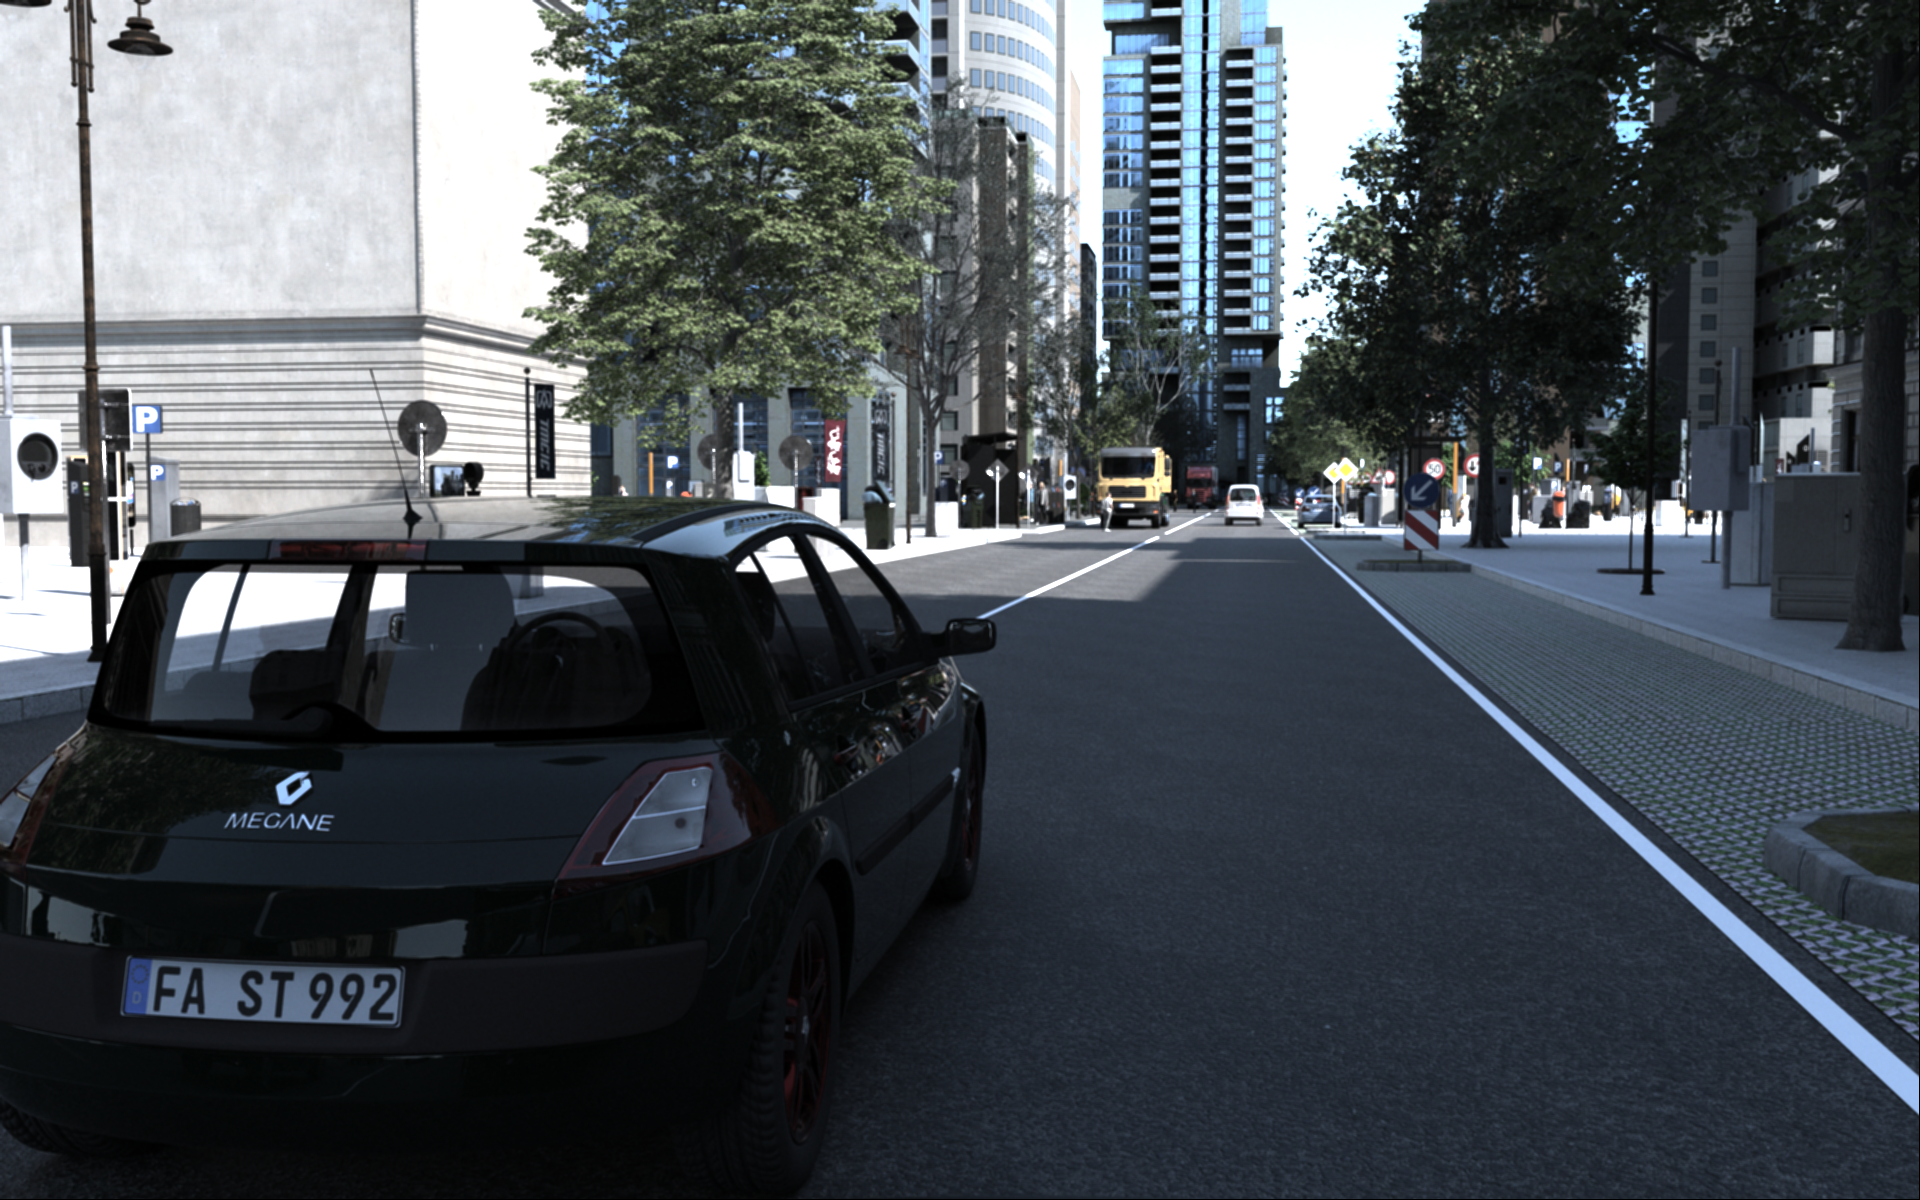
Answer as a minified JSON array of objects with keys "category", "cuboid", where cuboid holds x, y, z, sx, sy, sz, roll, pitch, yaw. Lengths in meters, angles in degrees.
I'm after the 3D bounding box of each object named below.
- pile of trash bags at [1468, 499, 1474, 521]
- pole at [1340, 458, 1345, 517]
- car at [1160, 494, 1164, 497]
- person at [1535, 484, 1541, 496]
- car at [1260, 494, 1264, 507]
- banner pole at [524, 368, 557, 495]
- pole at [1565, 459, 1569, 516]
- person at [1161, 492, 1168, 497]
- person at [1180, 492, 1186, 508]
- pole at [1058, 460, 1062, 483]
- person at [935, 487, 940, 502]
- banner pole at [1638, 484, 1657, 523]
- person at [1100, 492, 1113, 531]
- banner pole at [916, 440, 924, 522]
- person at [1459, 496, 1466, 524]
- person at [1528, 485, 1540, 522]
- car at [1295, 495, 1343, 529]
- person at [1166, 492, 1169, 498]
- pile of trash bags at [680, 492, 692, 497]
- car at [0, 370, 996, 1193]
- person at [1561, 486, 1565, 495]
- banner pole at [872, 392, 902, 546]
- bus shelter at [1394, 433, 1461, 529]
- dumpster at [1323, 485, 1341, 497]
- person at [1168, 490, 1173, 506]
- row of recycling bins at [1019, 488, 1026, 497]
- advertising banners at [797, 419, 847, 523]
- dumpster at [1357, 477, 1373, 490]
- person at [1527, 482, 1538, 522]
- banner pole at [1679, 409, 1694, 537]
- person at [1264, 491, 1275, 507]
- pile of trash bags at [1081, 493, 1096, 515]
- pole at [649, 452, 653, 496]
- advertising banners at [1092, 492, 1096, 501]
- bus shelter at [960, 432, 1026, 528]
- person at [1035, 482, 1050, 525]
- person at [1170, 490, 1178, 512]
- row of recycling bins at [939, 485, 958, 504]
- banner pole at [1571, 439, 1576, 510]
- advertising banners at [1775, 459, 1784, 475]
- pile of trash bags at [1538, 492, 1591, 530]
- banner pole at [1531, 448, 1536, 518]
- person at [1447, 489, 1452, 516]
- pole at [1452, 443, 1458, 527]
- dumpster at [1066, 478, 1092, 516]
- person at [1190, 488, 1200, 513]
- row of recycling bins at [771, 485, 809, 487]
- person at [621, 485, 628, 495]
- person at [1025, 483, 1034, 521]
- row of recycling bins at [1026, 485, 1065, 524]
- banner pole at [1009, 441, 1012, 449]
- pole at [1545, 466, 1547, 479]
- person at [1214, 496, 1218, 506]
[{"category":"pile of trash bags","cuboid":[25.197,-4.454,82.582,1.912,1.369,3.447,1,4,14]},{"category":"pole","cuboid":[21.560,-6.347,97.611,0.158,3.312,0.155,0,3,0]},{"category":"car","cuboid":[11.870,-5.981,106.583,1.959,1.807,4.718,1,4,11]},{"category":"person","cuboid":[29.284,-5.013,88.125,0.853,1.813,0.709,-3,4,-38]},{"category":"car","cuboid":[30.783,-10.526,180.891,1.959,1.807,4.718,1,4,9]},{"category":"banner pole","cuboid":[-8.404,-2.723,34.531,0.401,3.779,0.863,3,5,42]},{"category":"pole","cuboid":[35.410,-6.558,101.063,0.158,3.312,0.155,0,3,0]},{"category":"person","cuboid":[20.282,-10.209,172.948,0.705,1.826,1.348,-2,4,-34]},{"category":"person","cuboid":[23.535,-10.564,182.685,0.593,1.643,0.415,-1,4,-20]},{"category":"pole","cuboid":[5.964,-6.706,103.484,0.158,3.312,0.155,0,3,0]},{"category":"person","cuboid":[-1.029,-3.775,67.939,0.419,1.800,0.721,3,5,40]},{"category":"banner pole","cuboid":[31.075,-5.392,78.172,0.863,3.779,0.401,0,4,4]},{"category":"person","cuboid":[5.658,-3.412,66.879,0.503,1.515,0.523,1,4,10]},{"category":"banner pole","cuboid":[-1.910,-5.545,80.683,0.401,3.779,0.863,0,4,5]},{"category":"person","cuboid":[21.816,-3.938,75.442,0.382,1.210,0.505,-1,4,-10]},{"category":"person","cuboid":[26.539,-4.465,80.042,0.512,1.701,0.522,1,4,17]},{"category":"car","cuboid":[15.034,-3.701,72.510,2.014,1.417,4.499,1,4,11]},{"category":"person","cuboid":[24.884,-12.213,206.248,1.217,1.766,0.721,2,4,26]},{"category":"pile of trash bags","cuboid":[-11.833,-3.712,70.440,1.912,1.369,3.447,1,4,19]},{"category":"car","cuboid":[-0.953,0.290,5.041,2.009,1.686,4.222,0,4,8]},{"category":"person","cuboid":[35.577,-5.842,102.148,0.643,1.750,0.593,-1,4,-12]},{"category":"banner pole","cuboid":[-1.820,-3.222,42.700,0.863,3.779,0.401,3,4,36]},{"category":"bus shelter","cuboid":[17.817,-5.458,66.869,2.179,5.291,8.768,1,4,9]},{"category":"dumpster","cuboid":[24.391,-6.569,113.167,1.264,1.857,1.865,1,4,9]},{"category":"person","cuboid":[22.941,-11.190,189.012,0.705,1.823,1.348,-1,4,-21]},{"category":"row of recycling bins","cuboid":[3.381,-6.576,114.635,3.534,1.692,1.069,1,4,22]},{"category":"advertising banners","cuboid":[-3.659,-2.689,40.156,2.074,3.025,0.090,0,4,-4]},{"category":"dumpster","cuboid":[23.144,-5.819,97.637,1.502,2.255,1.985,1,4,10]},{"category":"person","cuboid":[26.082,-4.460,78.877,0.836,1.842,0.656,-3,5,-43]},{"category":"banner pole","cuboid":[21.395,-3.736,51.100,0.401,3.779,0.863,3,5,42]},{"category":"person","cuboid":[32.967,-10.788,185.028,1.348,1.807,0.705,1,4,19]},{"category":"pile of trash bags","cuboid":[8.479,-6.082,109.189,1.912,1.369,3.447,0,4,-8]},{"category":"pole","cuboid":[-15.133,-5.565,84.836,0.158,3.312,0.155,0,3,0]},{"category":"advertising banners","cuboid":[9.738,-7.455,118.072,2.074,3.025,0.090,1,4,16]},{"category":"bus shelter","cuboid":[1.363,-4.736,68.724,1.731,3.624,6.357,1,4,10]},{"category":"person","cuboid":[3.501,-4.082,72.971,0.709,1.800,0.728,2,4,25]},{"category":"person","cuboid":[17.305,-8.016,140.078,0.721,1.766,1.217,-1,4,-16]},{"category":"row of recycling bins","cuboid":[0.151,-4.606,82.414,3.534,1.692,1.069,3,5,43]},{"category":"banner pole","cuboid":[27.804,-5.412,78.504,0.401,3.779,0.863,1,4,9]},{"category":"advertising banners","cuboid":[40.795,-5.427,84.917,0.090,3.025,2.074,-2,4,-24]},{"category":"pile of trash bags","cuboid":[22.305,-3.320,64.031,1.912,1.369,3.447,2,4,25]},{"category":"banner pole","cuboid":[27.843,-5.754,84.091,0.401,3.779,0.863,0,4,6]},{"category":"person","cuboid":[28.631,-5.790,100.894,0.721,1.800,0.419,-3,5,-42]},{"category":"pole","cuboid":[19.070,-4.458,66.737,0.158,3.312,0.155,0,3,0]},{"category":"dumpster","cuboid":[6.879,-6.023,100.974,1.502,2.255,1.985,1,4,10]},{"category":"person","cuboid":[17.642,-7.476,130.505,0.659,1.850,0.755,2,4,26]},{"category":"row of recycling bins","cuboid":[-8.575,-4.533,81.230,3.534,1.692,1.069,1,4,16]},{"category":"person","cuboid":[-12.119,-3.236,61.991,0.593,1.750,0.643,2,4,24]},{"category":"person","cuboid":[3.384,-4.622,81.963,0.601,1.785,0.444,3,5,43]},{"category":"row of recycling bins","cuboid":[3.911,-4.253,76.648,1.069,1.692,3.534,1,4,14]},{"category":"banner pole","cuboid":[2.222,-5.291,76.530,0.401,3.779,0.863,1,4,13]},{"category":"pole","cuboid":[43.100,-8.174,127.484,0.158,3.312,0.155,0,3,0]},{"category":"person","cuboid":[29.847,-11.796,201.816,0.568,1.767,0.683,2,4,32]}]
